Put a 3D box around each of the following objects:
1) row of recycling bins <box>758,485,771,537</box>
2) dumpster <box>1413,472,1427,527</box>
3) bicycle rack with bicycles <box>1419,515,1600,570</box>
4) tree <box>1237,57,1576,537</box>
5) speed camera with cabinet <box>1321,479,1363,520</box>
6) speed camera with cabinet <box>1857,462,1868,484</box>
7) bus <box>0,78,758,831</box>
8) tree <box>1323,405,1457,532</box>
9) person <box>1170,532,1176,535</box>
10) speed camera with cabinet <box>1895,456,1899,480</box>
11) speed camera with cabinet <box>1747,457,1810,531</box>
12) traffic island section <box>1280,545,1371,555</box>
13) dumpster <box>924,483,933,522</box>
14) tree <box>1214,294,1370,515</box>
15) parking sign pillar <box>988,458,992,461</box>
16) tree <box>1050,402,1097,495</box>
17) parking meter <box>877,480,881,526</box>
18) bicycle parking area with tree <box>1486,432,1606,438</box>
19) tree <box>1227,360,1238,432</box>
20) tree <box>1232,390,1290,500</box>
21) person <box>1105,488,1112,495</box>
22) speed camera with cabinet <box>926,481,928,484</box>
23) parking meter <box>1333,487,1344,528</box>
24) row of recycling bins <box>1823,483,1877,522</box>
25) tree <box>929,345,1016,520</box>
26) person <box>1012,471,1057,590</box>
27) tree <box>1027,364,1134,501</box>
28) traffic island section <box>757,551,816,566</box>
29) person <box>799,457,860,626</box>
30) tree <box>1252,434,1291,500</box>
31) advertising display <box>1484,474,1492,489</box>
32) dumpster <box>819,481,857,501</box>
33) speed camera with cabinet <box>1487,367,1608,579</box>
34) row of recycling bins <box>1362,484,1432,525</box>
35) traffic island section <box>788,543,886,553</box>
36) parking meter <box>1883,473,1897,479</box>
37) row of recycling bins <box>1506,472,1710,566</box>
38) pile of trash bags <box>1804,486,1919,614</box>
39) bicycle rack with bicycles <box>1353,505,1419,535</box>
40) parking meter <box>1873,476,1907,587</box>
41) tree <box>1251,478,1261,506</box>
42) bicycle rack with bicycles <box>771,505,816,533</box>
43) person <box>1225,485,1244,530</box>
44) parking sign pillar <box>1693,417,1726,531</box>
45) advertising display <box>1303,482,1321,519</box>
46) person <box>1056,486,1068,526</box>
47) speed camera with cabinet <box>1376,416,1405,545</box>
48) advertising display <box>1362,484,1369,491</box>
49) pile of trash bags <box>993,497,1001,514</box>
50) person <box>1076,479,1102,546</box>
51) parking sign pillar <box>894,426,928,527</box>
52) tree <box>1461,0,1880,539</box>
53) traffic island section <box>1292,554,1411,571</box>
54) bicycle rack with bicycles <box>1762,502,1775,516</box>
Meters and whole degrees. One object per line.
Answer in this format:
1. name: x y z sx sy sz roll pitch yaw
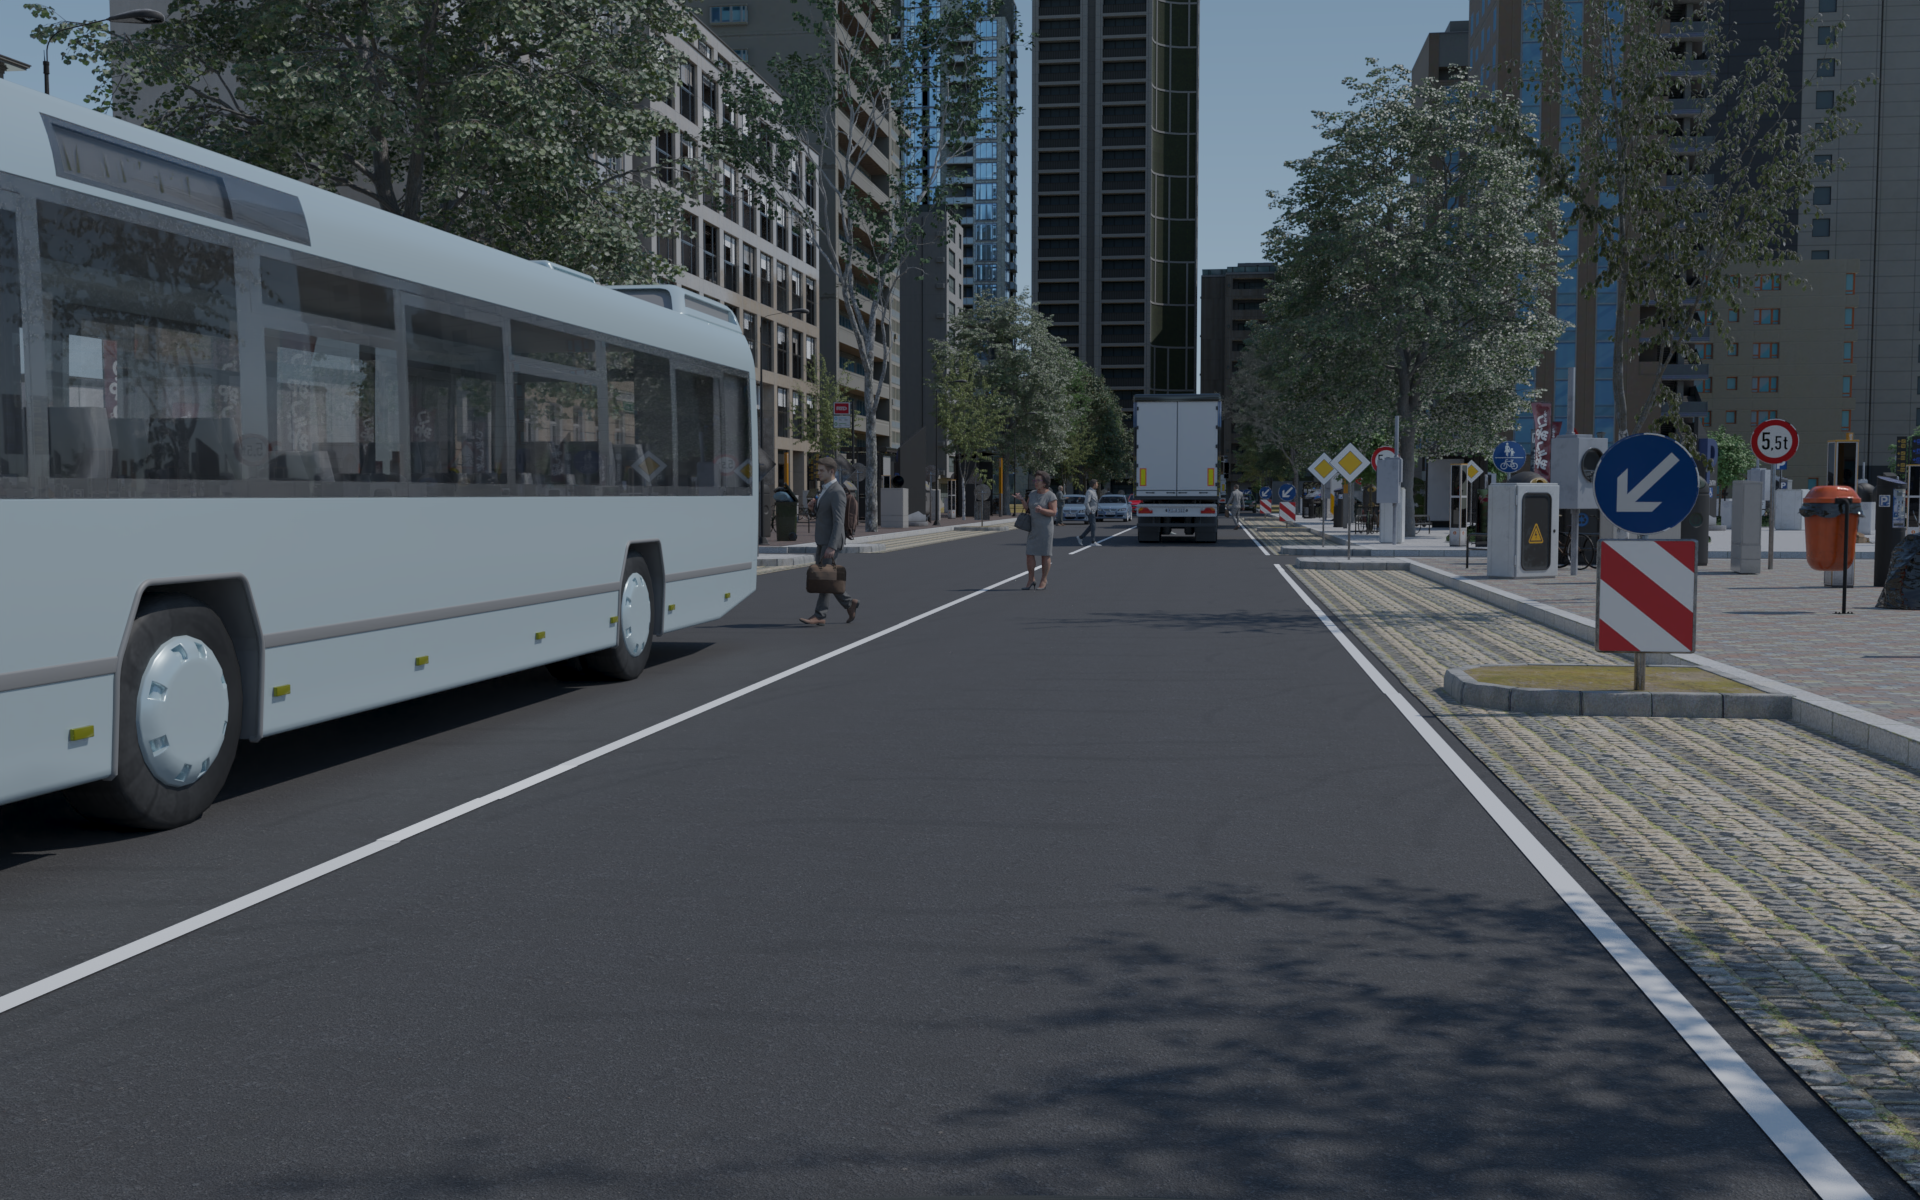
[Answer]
1. row of recycling bins: -7.275 -2.671 50.791 3.534 1.692 1.069 -1 4 -23
2. dumpster: 17.576 -4.000 67.900 1.502 2.255 1.985 1 4 8
3. bicycle rack with bicycles: 9.935 -0.985 29.482 2.852 0.926 2.925 -1 4 -19
4. tree: 13.466 -8.866 51.609 9.857 13.997 8.962 0 3 0
5. speed camera with cabinet: 18.814 -5.554 85.145 2.038 3.252 0.660 0 4 4
6. speed camera with cabinet: 55.815 -6.961 108.156 0.660 3.252 2.038 0 4 -3
7. bus: -4.130 -0.944 10.300 2.948 3.499 13.247 0 4 8
8. tree: 14.006 -4.608 59.052 4.285 4.588 4.351 0 3 0
9. person: 7.330 -3.218 61.096 0.573 1.828 0.580 2 4 29
10. speed camera with cabinet: 48.407 -5.849 89.973 0.660 3.252 2.038 2 4 31
11. speed camera with cabinet: 29.124 -4.115 61.621 0.660 3.252 2.038 -3 4 -36
12. traffic island section: 8.753 -1.185 41.658 2.009 0.180 2.903 1 4 8
13. dumpster: -1.983 -4.428 78.149 1.264 1.857 1.865 1 4 8
14. tree: 20.604 -11.965 106.003 12.009 13.543 11.850 0 3 0
15. parking sign pillar: 1.733 -7.604 112.799 1.447 3.967 1.447 1 4 12
16. tree: 8.344 -11.308 135.255 4.737 8.622 4.395 0 3 0
17. parking meter: -3.296 -3.939 70.110 0.255 1.863 0.399 -1 4 -23
18. bicycle parking area with tree: 27.044 -5.715 80.437 8.231 4.147 9.016 1 4 19
19. tree: 23.380 -13.028 119.670 9.857 13.997 8.962 0 3 0
20. tree: 32.008 -16.073 180.918 7.486 12.596 7.792 0 3 0
21. person: 9.772 -6.495 114.471 0.659 1.850 0.755 -1 4 -12
22. speed camera with cabinet: -2.844 -6.299 97.324 2.038 3.252 0.660 2 4 24
23. parking meter: 14.516 -3.548 66.418 0.372 1.533 0.369 0 3 0
24. row of recycling bins: 33.009 -3.468 63.817 1.069 1.692 3.534 -1 4 -14
25. tree: 0.317 -8.232 84.959 4.737 8.622 4.395 0 3 0
26. person: 1.077 -1.038 25.837 0.716 1.782 0.532 3 4 38
27. tree: 10.471 -14.308 150.949 9.611 12.733 9.660 0 3 0
28. traffic island section: -4.168 -0.807 35.474 2.009 0.180 2.903 1 4 8
29. person: -1.390 -0.636 18.870 0.822 1.834 0.622 -2 4 -31
30. tree: 29.022 -12.932 161.803 4.737 8.622 4.395 0 3 0
31. advertising display: 17.318 -3.159 56.857 0.123 1.923 0.974 1 4 11
32. dumpster: -4.928 -3.917 69.806 1.264 1.857 1.865 1 4 8
33. speed camera with cabinet: 9.049 -1.975 26.622 2.038 3.252 0.660 -2 4 -30
34. row of recycling bins: 18.366 -3.986 72.289 1.069 1.692 3.534 -3 5 -42
35. traffic island section: -3.013 -1.290 43.376 2.009 0.180 2.903 1 4 8
36. parking meter: 25.143 -2.517 46.869 0.255 1.863 0.399 1 4 12
37. row of recycling bins: 11.722 -1.495 31.561 3.534 1.692 1.069 1 4 14
38. pile of trash bags: 10.827 -0.561 18.921 3.447 1.369 1.912 0 4 -8
39. bicycle rack with bicycles: 13.640 -2.566 55.333 2.852 0.926 2.925 3 4 37
40. parking meter: 12.881 -0.952 23.977 0.372 1.533 0.369 0 3 0
41. tree: 32.804 -11.878 188.806 1.663 3.219 1.824 0 3 0
42. bicycle rack with bicycles: -6.192 -2.684 57.262 2.852 0.926 2.925 -1 4 -22
43. person: 11.077 -3.732 69.645 0.709 1.813 0.853 -2 4 -27
44. parking sign pillar: 26.161 -4.424 60.797 1.447 3.967 1.447 3 5 42
45. advertising display: 18.475 -5.240 90.884 0.974 1.923 0.123 0 4 -4
46. person: 4.586 -4.231 77.855 0.590 1.801 0.661 0 4 -8
47. speed camera with cabinet: 11.099 -3.075 44.612 0.660 3.252 2.038 1 4 19
48. advertising display: 22.180 -5.404 93.562 0.974 1.923 0.123 1 4 17
49. pile of trash bags: 1.702 -6.081 109.172 1.912 1.369 3.447 1 4 15
50. person: 3.544 -2.405 47.667 0.795 1.843 0.661 1 4 23
51. parking sign pillar: -1.992 -4.916 68.849 1.447 3.967 1.447 -3 5 -40
52. tree: 8.048 -4.269 20.154 4.360 8.622 3.978 0 3 0
53. traffic island section: 7.599 -0.702 33.757 2.009 0.180 2.903 1 4 8
54. bicycle rack with bicycles: 35.535 -3.832 76.041 2.852 0.926 2.925 0 4 6
